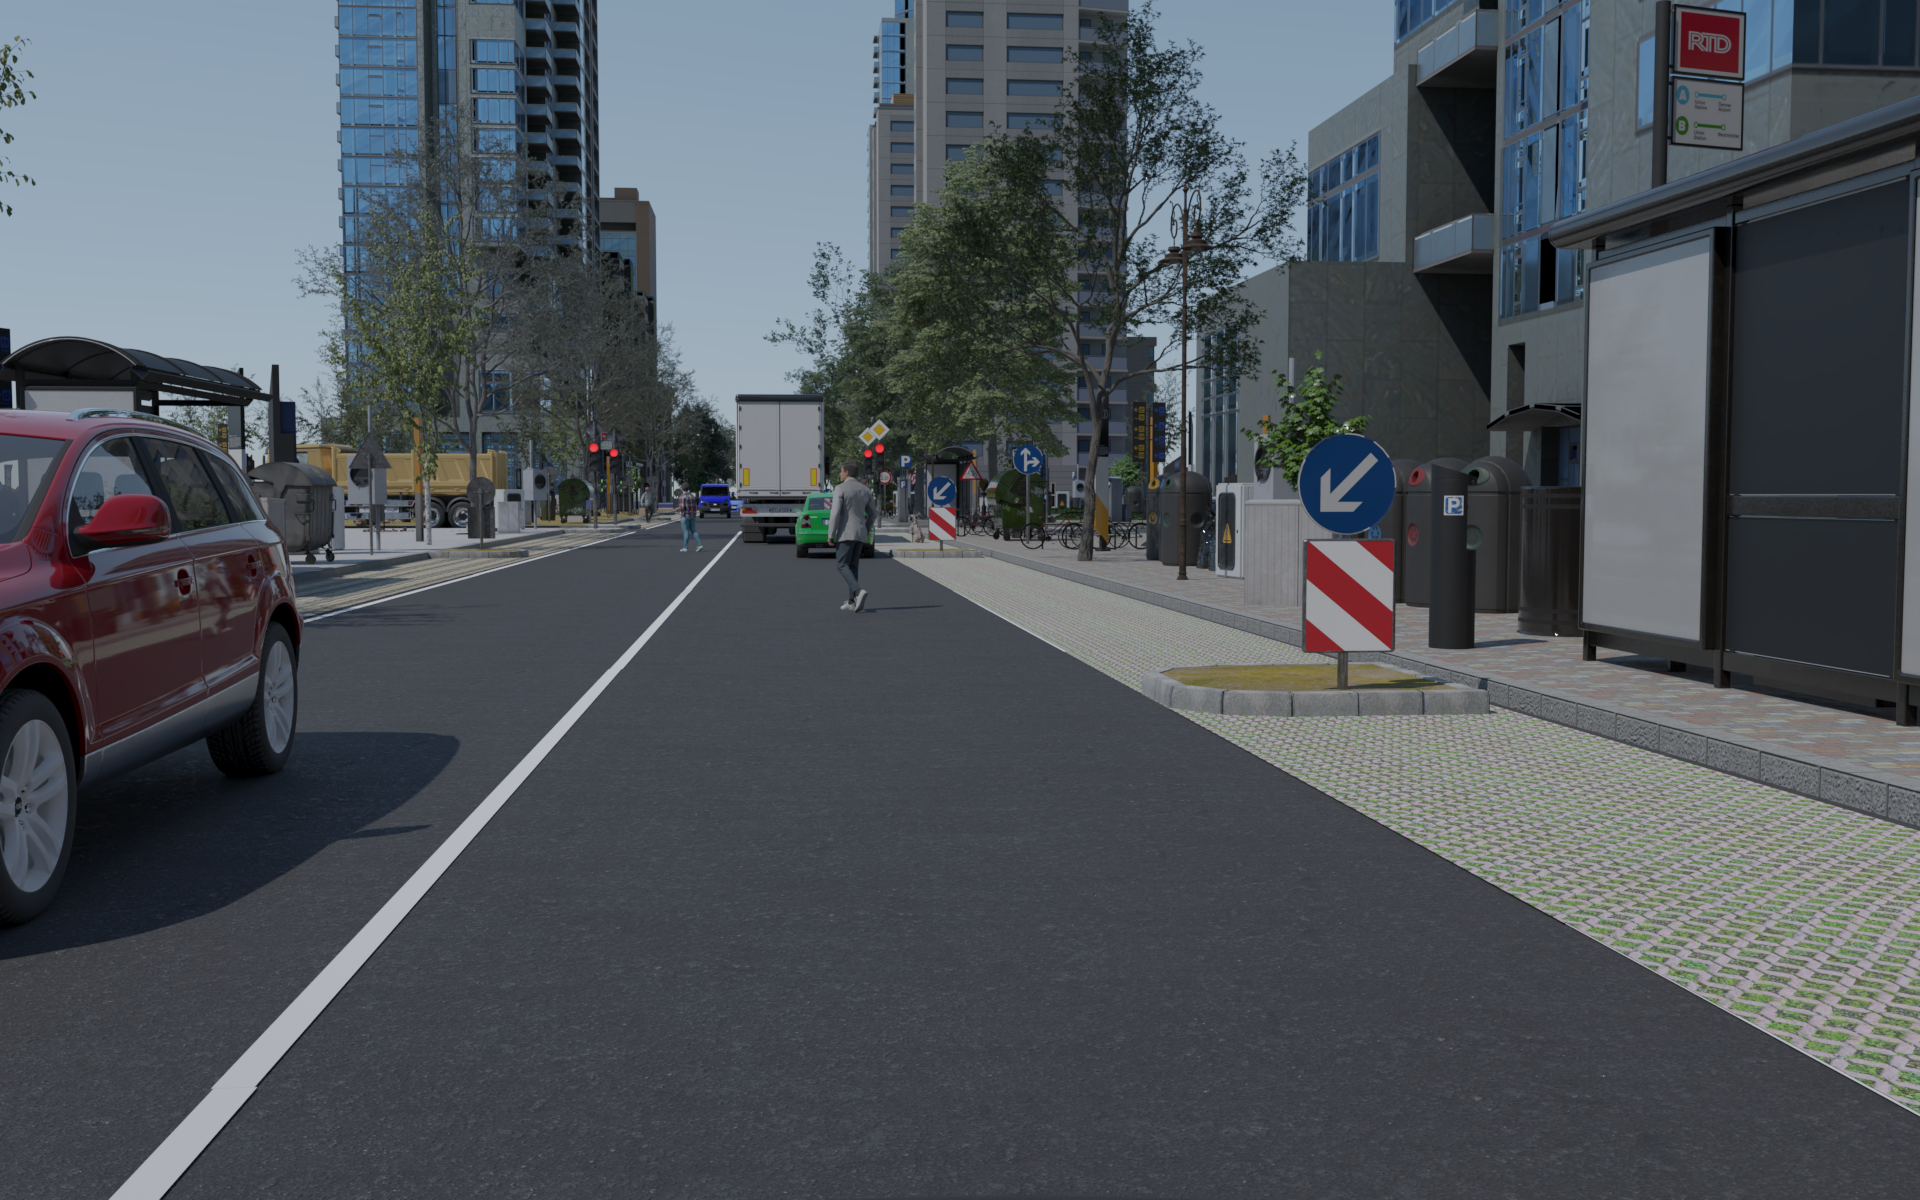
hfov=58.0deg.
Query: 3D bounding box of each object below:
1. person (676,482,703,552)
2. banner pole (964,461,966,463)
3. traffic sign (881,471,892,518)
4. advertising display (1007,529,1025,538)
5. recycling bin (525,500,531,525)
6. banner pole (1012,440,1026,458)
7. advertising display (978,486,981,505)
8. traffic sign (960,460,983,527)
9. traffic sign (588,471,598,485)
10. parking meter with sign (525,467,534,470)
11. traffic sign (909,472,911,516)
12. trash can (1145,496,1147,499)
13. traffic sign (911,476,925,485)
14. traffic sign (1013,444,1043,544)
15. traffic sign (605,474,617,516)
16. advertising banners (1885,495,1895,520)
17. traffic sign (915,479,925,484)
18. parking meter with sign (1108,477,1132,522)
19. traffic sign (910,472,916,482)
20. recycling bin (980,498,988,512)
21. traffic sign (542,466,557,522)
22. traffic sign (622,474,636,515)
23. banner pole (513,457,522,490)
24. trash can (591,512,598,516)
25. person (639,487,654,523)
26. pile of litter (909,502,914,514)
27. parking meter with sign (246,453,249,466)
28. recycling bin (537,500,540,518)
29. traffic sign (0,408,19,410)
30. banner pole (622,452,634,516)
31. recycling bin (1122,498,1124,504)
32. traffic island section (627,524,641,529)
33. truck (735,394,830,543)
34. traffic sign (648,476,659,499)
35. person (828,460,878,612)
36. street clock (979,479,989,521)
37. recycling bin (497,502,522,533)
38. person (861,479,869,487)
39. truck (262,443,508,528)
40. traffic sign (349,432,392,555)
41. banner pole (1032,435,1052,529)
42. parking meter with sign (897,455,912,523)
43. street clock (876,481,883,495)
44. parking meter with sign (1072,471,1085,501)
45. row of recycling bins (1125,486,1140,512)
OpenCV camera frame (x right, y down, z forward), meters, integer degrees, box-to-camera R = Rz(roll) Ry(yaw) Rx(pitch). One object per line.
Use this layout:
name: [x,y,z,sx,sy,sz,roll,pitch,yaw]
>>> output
person: [-6.762,-2.070,43.174,0.643,1.720,0.563,3,4,37]
banner pole: [-0.247,-6.404,94.728,0.401,3.779,0.863,3,5,41]
traffic sign: [-4.012,-5.646,92.414,0.768,2.556,0.104,0,4,2]
advertising display: [1.646,-2.763,50.384,0.123,1.923,0.974,2,4,35]
recycling bin: [-18.374,-3.649,72.222,0.722,1.027,0.722,3,5,39]
banner pole: [2.796,-5.535,80.518,0.863,3.779,0.401,0,4,5]
advertising display: [1.524,-7.985,135.767,0.123,1.923,0.974,0,4,5]
traffic sign: [0.424,-4.011,65.579,0.884,2.594,0.081,0,4,3]
traffic sign: [-20.005,-5.798,94.909,0.768,2.556,0.104,0,4,0]
parking meter with sign: [-27.492,-7.070,111.848,0.543,3.016,1.738,0,4,5]
traffic sign: [-2.912,-6.215,101.617,0.884,2.594,0.081,0,4,-2]
trash can: [12.948,-6.503,117.983,0.748,1.137,0.748,0,3,0]
traffic sign: [-2.439,-6.096,99.669,0.884,2.594,0.081,0,4,-1]
traffic sign: [1.749,-2.718,44.550,0.768,2.556,0.104,0,4,3]
traffic sign: [-20.091,-6.102,99.866,0.768,2.556,0.104,0,4,2]
advertising banners: [8.200,-1.106,14.266,0.090,3.025,2.074,0,4,-3]
traffic sign: [-2.160,-5.951,97.397,0.768,2.556,0.104,0,4,-1]
parking meter with sign: [6.726,-4.844,75.462,1.738,3.016,0.543,-3,4,-37]
traffic sign: [-2.530,-6.132,100.357,0.768,2.556,0.104,0,4,-1]
recycling bin: [1.795,-6.591,120.318,0.722,1.027,0.722,1,4,17]
traffic sign: [-18.852,-4.852,79.437,0.768,2.556,0.104,0,4,2]
traffic sign: [-20.261,-6.492,106.148,0.884,2.594,0.081,0,4,-5]
banner pole: [-29.825,-7.742,116.605,0.401,3.779,0.863,3,4,37]
trash can: [-21.567,-5.508,101.703,0.748,1.137,0.748,0,3,0]
person: [-15.514,-4.682,85.542,0.515,1.767,0.782,3,5,42]
pile of litter: [-2.958,-5.969,111.550,1.176,0.858,1.719,0,4,1]
parking meter with sign: [-31.121,-4.724,73.491,0.543,3.016,1.738,3,4,37]
recycling bin: [-23.406,-5.013,94.517,0.722,1.027,0.722,2,4,30]
traffic sign: [-11.498,-1.133,20.648,0.606,2.300,0.079,0,4,-6]
banner pole: [-21.090,-7.319,109.685,0.863,3.779,0.401,-2,4,-26]
recycling bin: [11.359,-6.850,124.556,0.722,1.027,0.722,1,4,17]
traffic island section: [-14.338,-3.039,71.966,2.009,0.180,2.903,0,4,-6]
truck: [-5.481,-3.993,54.200,2.839,4.237,11.283,0,4,-4]
traffic sign: [-21.640,-7.479,122.394,0.768,2.556,0.104,0,4,2]
person: [-1.282,-0.785,21.180,0.661,1.843,0.795,-3,4,-38]
street clock: [1.121,-4.690,81.257,0.358,2.002,0.471,-3,4,-36]
recycling bin: [-14.960,-2.749,57.496,0.722,1.027,0.722,-1,4,-10]
person: [-2.704,-2.370,47.345,0.679,1.850,0.850,-3,5,-43]
truck: [-22.770,-4.372,67.399,9.791,3.379,3.469,0,4,-4]
traffic sign: [-12.341,-2.218,36.260,0.884,2.594,0.081,0,4,-3]
banner pole: [2.962,-4.459,62.919,0.863,3.779,0.401,-2,4,-27]
parking meter with sign: [-2.569,-5.028,78.475,0.543,3.016,1.738,-1,4,-9]
street clock: [-4.455,-5.550,95.319,0.471,2.002,0.358,0,4,-1]
parking meter with sign: [9.560,-8.392,133.462,1.738,3.016,0.543,-1,4,-15]
row of recycling bins: [8.948,-5.001,88.878,1.069,1.692,3.534,0,4,6]
